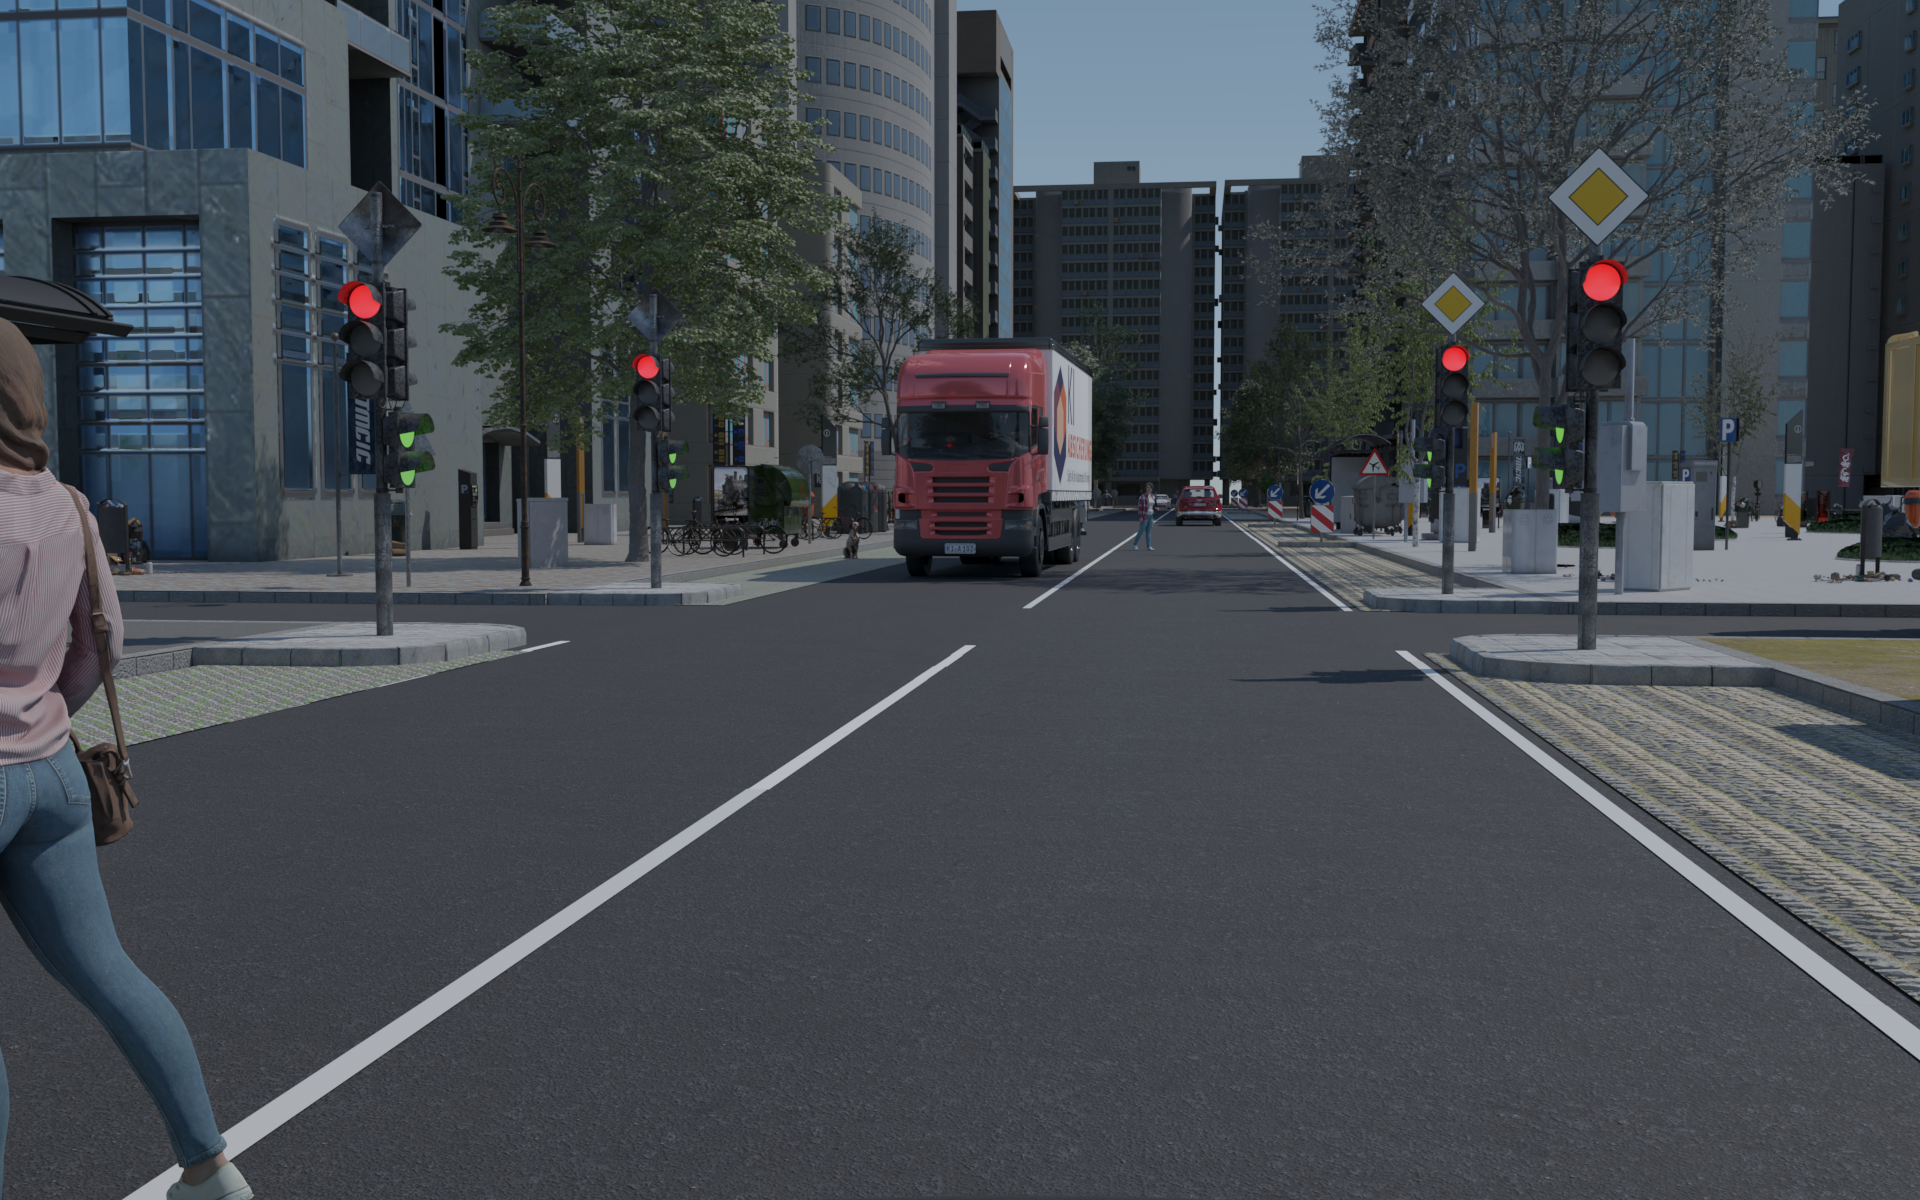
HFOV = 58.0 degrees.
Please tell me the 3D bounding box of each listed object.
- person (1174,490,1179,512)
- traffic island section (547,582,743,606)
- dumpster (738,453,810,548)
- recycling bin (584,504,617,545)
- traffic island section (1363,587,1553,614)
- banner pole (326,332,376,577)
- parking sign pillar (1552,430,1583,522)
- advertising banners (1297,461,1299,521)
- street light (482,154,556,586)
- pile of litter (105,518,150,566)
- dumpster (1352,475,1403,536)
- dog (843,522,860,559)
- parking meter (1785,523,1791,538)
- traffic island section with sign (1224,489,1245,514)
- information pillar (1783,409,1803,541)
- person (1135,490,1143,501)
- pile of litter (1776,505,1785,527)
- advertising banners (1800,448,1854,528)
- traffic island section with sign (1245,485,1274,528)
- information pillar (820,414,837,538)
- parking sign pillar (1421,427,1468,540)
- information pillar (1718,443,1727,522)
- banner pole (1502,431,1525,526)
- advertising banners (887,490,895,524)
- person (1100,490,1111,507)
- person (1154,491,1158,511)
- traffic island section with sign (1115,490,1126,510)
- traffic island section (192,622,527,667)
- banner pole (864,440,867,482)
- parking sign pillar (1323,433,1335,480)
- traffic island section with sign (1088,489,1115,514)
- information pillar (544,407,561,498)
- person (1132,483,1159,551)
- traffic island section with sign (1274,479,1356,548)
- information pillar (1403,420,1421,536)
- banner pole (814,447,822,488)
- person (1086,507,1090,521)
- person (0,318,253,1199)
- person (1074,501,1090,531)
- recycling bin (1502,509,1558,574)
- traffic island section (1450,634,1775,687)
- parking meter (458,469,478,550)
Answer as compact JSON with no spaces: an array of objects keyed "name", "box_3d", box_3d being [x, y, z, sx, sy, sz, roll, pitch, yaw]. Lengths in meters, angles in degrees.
[{"name":"person","box_3d":[17.784,-8.130,141.977,0.434,1.755,0.990,1,4,10]},{"name":"traffic island section","box_3d":[-4.166,-0.084,23.652,2.009,0.180,2.903,0,4,8]},{"name":"dumpster","box_3d":[-4.529,-2.377,41.361,1.502,2.255,1.985,0,4,8]},{"name":"recycling bin","box_3d":[-9.111,-1.916,43.878,0.722,1.027,0.722,0,4,-2]},{"name":"traffic island section","box_3d":[6.279,0.003,22.232,2.009,0.180,2.903,0,4,8]},{"name":"banner pole","box_3d":[-9.461,-2.261,26.991,0.863,3.779,0.401,-1,4,-13]},{"name":"parking sign pillar","box_3d":[22.146,-4.538,62.673,1.447,3.967,1.447,2,4,26]},{"name":"advertising banners","box_3d":[16.205,-5.317,83.117,0.090,3.025,2.074,1,4,11]},{"name":"street light","box_3d":[-6.070,-3.134,24.021,0.468,5.910,1.993,0,4,8]},{"name":"pile of litter","box_3d":[-15.436,-1.082,31.658,1.176,0.858,1.719,0,4,0]},{"name":"dumpster","box_3d":[12.826,-2.921,53.516,1.264,1.857,1.865,0,4,8]},{"name":"dog","box_3d":[-2.327,-1.312,38.289,0.513,0.831,0.800,1,4,16]},{"name":"parking meter","box_3d":[24.561,-2.773,51.049,0.399,1.863,0.255,2,4,28]},{"name":"traffic island section with sign","box_3d":[20.096,-7.043,123.788,1.989,1.847,2.006,0,4,8]},{"name":"information pillar","box_3d":[22.957,-3.447,47.715,0.504,3.616,0.183,-1,4,-9]},{"name":"person","box_3d":[13.986,-7.667,134.377,0.721,1.766,1.217,3,5,42]},{"name":"pile of litter","box_3d":[32.837,-3.323,68.304,1.719,0.858,1.176,-3,4,-38]},{"name":"advertising banners","box_3d":[32.931,-4.276,66.092,2.074,3.025,0.090,1,4,20]},{"name":"traffic island section with sign","box_3d":[13.368,-4.015,74.273,1.989,1.847,2.006,0,4,8]},{"name":"information pillar","box_3d":[-3.833,-3.624,50.609,0.504,3.616,0.183,-2,4,-33]},{"name":"parking sign pillar","box_3d":[13.641,-3.660,48.312,1.447,3.967,1.447,-1,4,-12]},{"name":"information pillar","box_3d":[35.205,-5.415,79.891,0.504,3.616,0.183,-3,5,-41]},{"name":"banner pole","box_3d":[22.201,-4.852,69.349,0.863,3.779,0.401,0,4,3]},{"name":"advertising banners","box_3d":[-2.901,-4.853,75.530,0.090,3.025,2.074,1,4,11]},{"name":"person","box_3d":[15.196,-10.480,179.930,1.350,1.814,0.705,0,4,3]},{"name":"person","box_3d":[16.985,-8.595,149.966,0.436,1.711,0.756,1,4,17]},{"name":"traffic island section with sign","box_3d":[13.571,-8.749,151.678,1.989,1.847,2.006,0,4,8]},{"name":"traffic island section","box_3d":[-5.242,0.400,15.739,2.009,0.180,2.903,0,4,8]},{"name":"banner pole","box_3d":[-4.406,-5.565,80.997,0.401,3.779,0.863,0,4,5]},{"name":"parking sign pillar","box_3d":[15.897,-5.271,74.658,1.447,3.967,1.447,1,4,10]},{"name":"traffic island section with sign","box_3d":[9.922,-7.105,124.795,1.989,1.847,2.006,0,4,8]},{"name":"information pillar","box_3d":[-9.669,-3.045,41.147,0.183,3.616,0.504,2,4,28]},{"name":"person","box_3d":[4.723,-2.119,43.989,0.563,1.720,0.643,-3,4,-39]},{"name":"traffic island section with sign","box_3d":[9.643,-2.341,46.911,1.989,1.847,2.006,0,4,8]},{"name":"information pillar","box_3d":[13.814,-3.761,52.848,0.183,3.616,0.504,-3,4,-36]},{"name":"banner pole","box_3d":[-6.434,-5.535,80.515,0.863,3.779,0.401,2,4,26]},{"name":"person","box_3d":[6.700,-5.190,93.213,0.638,1.841,0.748,-3,4,-37]},{"name":"person","box_3d":[-1.695,0.361,3.193,0.643,1.750,0.593,1,4,10]},{"name":"person","box_3d":[4.664,-3.566,66.646,0.661,1.843,0.795,-2,4,-24]},{"name":"recycling bin","box_3d":[9.260,-0.954,28.151,0.722,1.027,0.722,0,4,4]},{"name":"traffic island section","box_3d":[5.203,0.487,14.319,2.009,0.180,2.903,0,4,8]},{"name":"parking meter","box_3d":[-11.362,-2.099,40.029,0.399,1.863,0.255,1,4,19]}]
